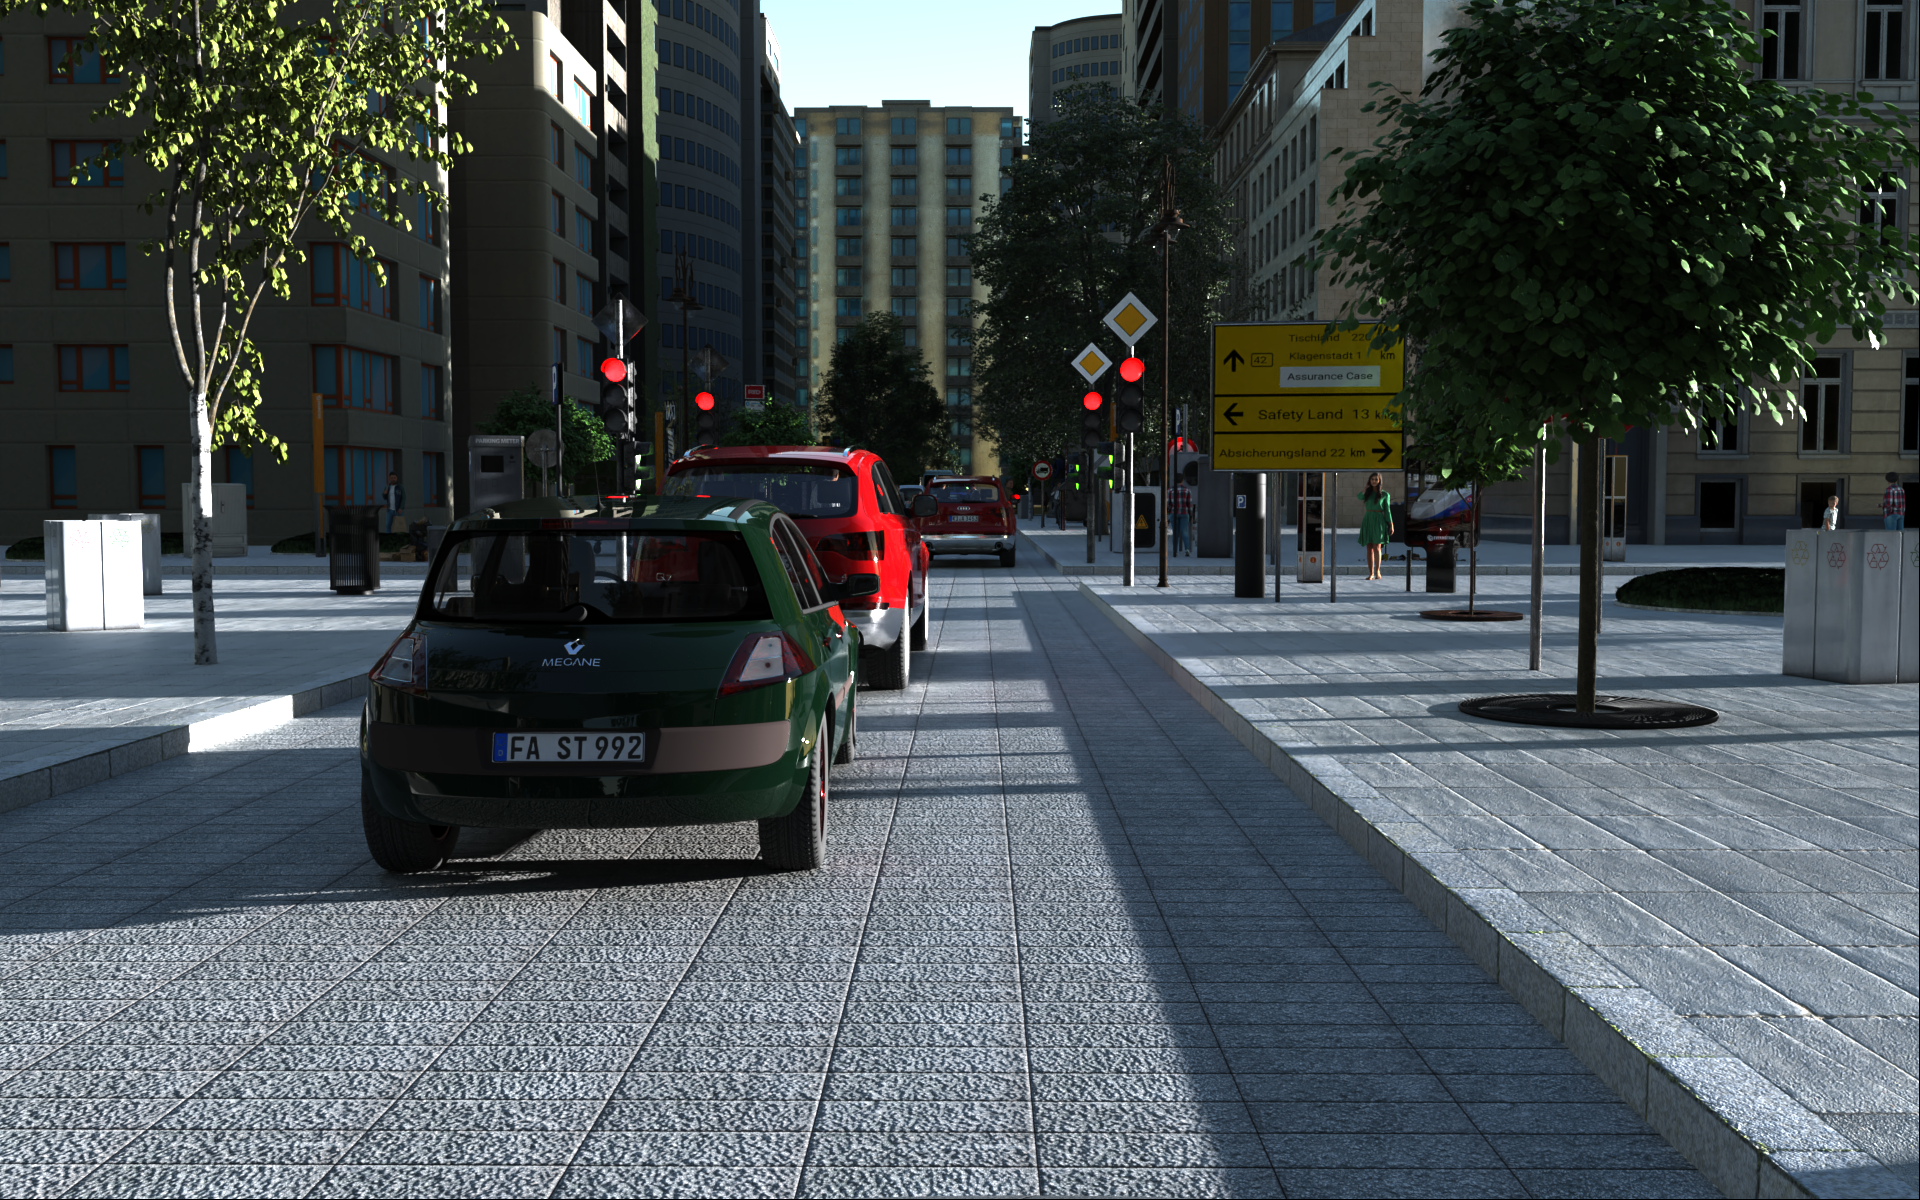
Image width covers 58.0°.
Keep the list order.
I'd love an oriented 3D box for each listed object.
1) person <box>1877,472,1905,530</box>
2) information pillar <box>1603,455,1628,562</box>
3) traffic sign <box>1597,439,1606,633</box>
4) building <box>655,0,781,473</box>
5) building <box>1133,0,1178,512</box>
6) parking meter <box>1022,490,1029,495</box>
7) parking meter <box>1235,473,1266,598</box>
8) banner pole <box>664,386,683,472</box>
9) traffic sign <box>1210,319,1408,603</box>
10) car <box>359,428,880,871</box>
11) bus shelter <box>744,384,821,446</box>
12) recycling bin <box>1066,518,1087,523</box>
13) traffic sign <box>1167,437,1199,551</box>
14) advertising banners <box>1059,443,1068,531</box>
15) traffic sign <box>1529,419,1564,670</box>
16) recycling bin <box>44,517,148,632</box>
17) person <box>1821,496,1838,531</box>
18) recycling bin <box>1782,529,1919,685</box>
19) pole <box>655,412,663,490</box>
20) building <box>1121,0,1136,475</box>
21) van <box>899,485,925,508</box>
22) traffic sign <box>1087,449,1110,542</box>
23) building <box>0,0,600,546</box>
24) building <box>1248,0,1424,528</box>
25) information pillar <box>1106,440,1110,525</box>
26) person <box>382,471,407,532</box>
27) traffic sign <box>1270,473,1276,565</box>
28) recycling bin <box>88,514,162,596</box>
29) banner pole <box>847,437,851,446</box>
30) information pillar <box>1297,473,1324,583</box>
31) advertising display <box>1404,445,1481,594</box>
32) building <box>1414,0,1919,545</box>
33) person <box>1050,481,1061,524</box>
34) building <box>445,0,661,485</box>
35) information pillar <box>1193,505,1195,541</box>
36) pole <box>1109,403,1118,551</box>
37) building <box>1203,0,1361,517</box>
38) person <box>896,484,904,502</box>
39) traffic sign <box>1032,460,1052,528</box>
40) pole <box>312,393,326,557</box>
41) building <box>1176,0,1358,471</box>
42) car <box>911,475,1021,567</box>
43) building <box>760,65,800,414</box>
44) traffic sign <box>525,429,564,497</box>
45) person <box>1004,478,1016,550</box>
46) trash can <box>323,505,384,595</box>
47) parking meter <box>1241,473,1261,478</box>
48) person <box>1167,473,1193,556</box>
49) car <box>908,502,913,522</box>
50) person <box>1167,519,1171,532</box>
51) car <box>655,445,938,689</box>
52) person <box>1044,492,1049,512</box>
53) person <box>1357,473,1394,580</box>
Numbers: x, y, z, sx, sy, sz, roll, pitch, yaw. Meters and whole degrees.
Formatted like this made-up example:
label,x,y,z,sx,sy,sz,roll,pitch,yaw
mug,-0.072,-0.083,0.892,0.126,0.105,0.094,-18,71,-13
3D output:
label,x,y,z,sx,sy,sz,roll,pitch,yaw
person,18.445,-1.667,34.141,0.563,1.720,0.643,-2,4,-28
information pillar,12.446,-1.738,32.905,0.304,2.012,0.304,-1,4,-10
traffic sign,5.877,-0.966,15.902,0.768,2.556,0.104,0,4,3
building,-36.261,-40.971,211.866,28.212,58.520,21.231,0,4,1
building,24.984,-31.099,132.175,21.300,48.544,21.600,0,4,1
parking meter,3.659,-5.437,97.309,0.372,1.533,0.369,0,3,0
parking meter,3.610,-0.802,21.525,0.372,1.533,0.369,0,3,0
banner pole,-6.632,-3.077,40.330,0.401,3.779,0.863,-3,5,-45
traffic sign,4.089,-1.623,20.404,2.265,3.308,0.079,1,4,10
car,-1.387,0.110,7.986,2.009,1.686,4.222,0,4,-1
bus shelter,-6.761,-5.405,66.001,2.179,5.291,8.768,0,4,0
recycling bin,5.210,-3.942,77.004,0.722,1.027,0.722,-3,5,-44
traffic sign,4.936,-2.357,38.641,0.768,2.556,0.104,1,4,9
advertising banners,3.644,-3.962,60.961,0.090,3.025,2.074,0,4,-3
traffic sign,4.198,-0.762,12.561,0.768,2.556,0.104,0,4,1
recycling bin,-8.282,-0.245,16.557,0.722,1.027,0.722,-3,4,-38
person,16.079,-1.299,31.964,0.332,1.250,0.352,0,4,-1
recycling bin,6.260,0.032,12.034,0.722,1.027,0.722,-1,4,-13
pole,-7.491,-3.017,43.166,0.158,3.312,0.155,0,3,0
building,29.081,-34.738,157.198,28.713,52.752,27.495,0,4,1
van,-2.252,-4.529,81.059,2.013,2.044,4.112,0,3,0
traffic sign,3.771,-2.844,46.607,0.768,2.556,0.104,0,4,7
building,-28.835,-12.960,56.942,27.650,21.520,28.899,0,4,1
building,18.770,-13.384,73.573,10.420,20.320,16.860,0,4,1
information pillar,5.912,-4.867,70.936,0.504,3.616,0.183,-1,4,-20
person,-13.562,-2.178,41.645,0.794,1.824,0.713,2,4,30
traffic sign,5.673,-1.911,31.345,0.768,2.556,0.104,0,4,7
recycling bin,-10.618,-0.579,22.025,0.722,1.027,0.722,-3,4,-37
banner pole,-4.868,-5.275,76.261,0.401,3.779,0.863,0,4,6
information pillar,5.052,-1.252,24.962,0.304,2.012,0.304,0,4,-7
advertising display,6.273,-1.060,22.541,0.974,1.923,0.123,2,4,32
building,24.253,-16.080,48.808,20.117,28.700,13.634,0,4,1
person,4.223,-4.213,75.024,0.679,1.850,0.850,1,4,10
building,-24.177,-19.579,91.815,14.160,30.474,14.107,0,4,1
information pillar,6.417,-2.653,47.876,0.304,2.012,0.304,-1,4,-14
pole,3.446,-2.748,38.770,0.158,3.312,0.155,0,3,0
building,20.780,-18.182,94.533,12.463,27.353,25.104,0,4,1
person,-2.426,-3.498,65.899,0.606,1.804,0.583,2,4,34
traffic sign,3.094,-3.975,65.094,0.768,2.556,0.104,1,4,10
pole,-12.991,-2.524,35.110,0.158,3.312,0.155,0,3,0
building,22.010,-28.378,114.086,14.600,45.320,14.200,0,4,1
car,0.112,-1.642,35.519,2.281,1.827,5.304,0,4,1
building,-27.104,-28.380,155.901,23.993,40.220,32.217,0,4,1
traffic sign,-8.106,-2.062,33.826,0.768,2.556,0.104,0,4,2
person,1.164,-2.167,43.846,0.836,1.842,0.656,-3,5,-40
trash can,-7.763,-0.645,22.202,0.748,1.137,0.748,0,3,0
parking meter,5.619,-1.698,33.470,0.255,1.863,0.399,3,4,36
person,4.525,-1.766,35.763,0.563,1.720,0.643,0,4,5
car,-0.602,-2.092,46.007,2.131,1.459,4.920,0,4,-1
person,7.169,-3.194,58.183,0.836,1.842,0.656,-2,4,-27
car,-1.343,-0.342,14.260,2.281,1.827,5.304,0,4,2
person,6.300,-7.222,127.378,0.557,1.426,1.065,-2,4,-31
person,6.910,-1.228,28.821,0.600,1.795,0.529,1,4,15
